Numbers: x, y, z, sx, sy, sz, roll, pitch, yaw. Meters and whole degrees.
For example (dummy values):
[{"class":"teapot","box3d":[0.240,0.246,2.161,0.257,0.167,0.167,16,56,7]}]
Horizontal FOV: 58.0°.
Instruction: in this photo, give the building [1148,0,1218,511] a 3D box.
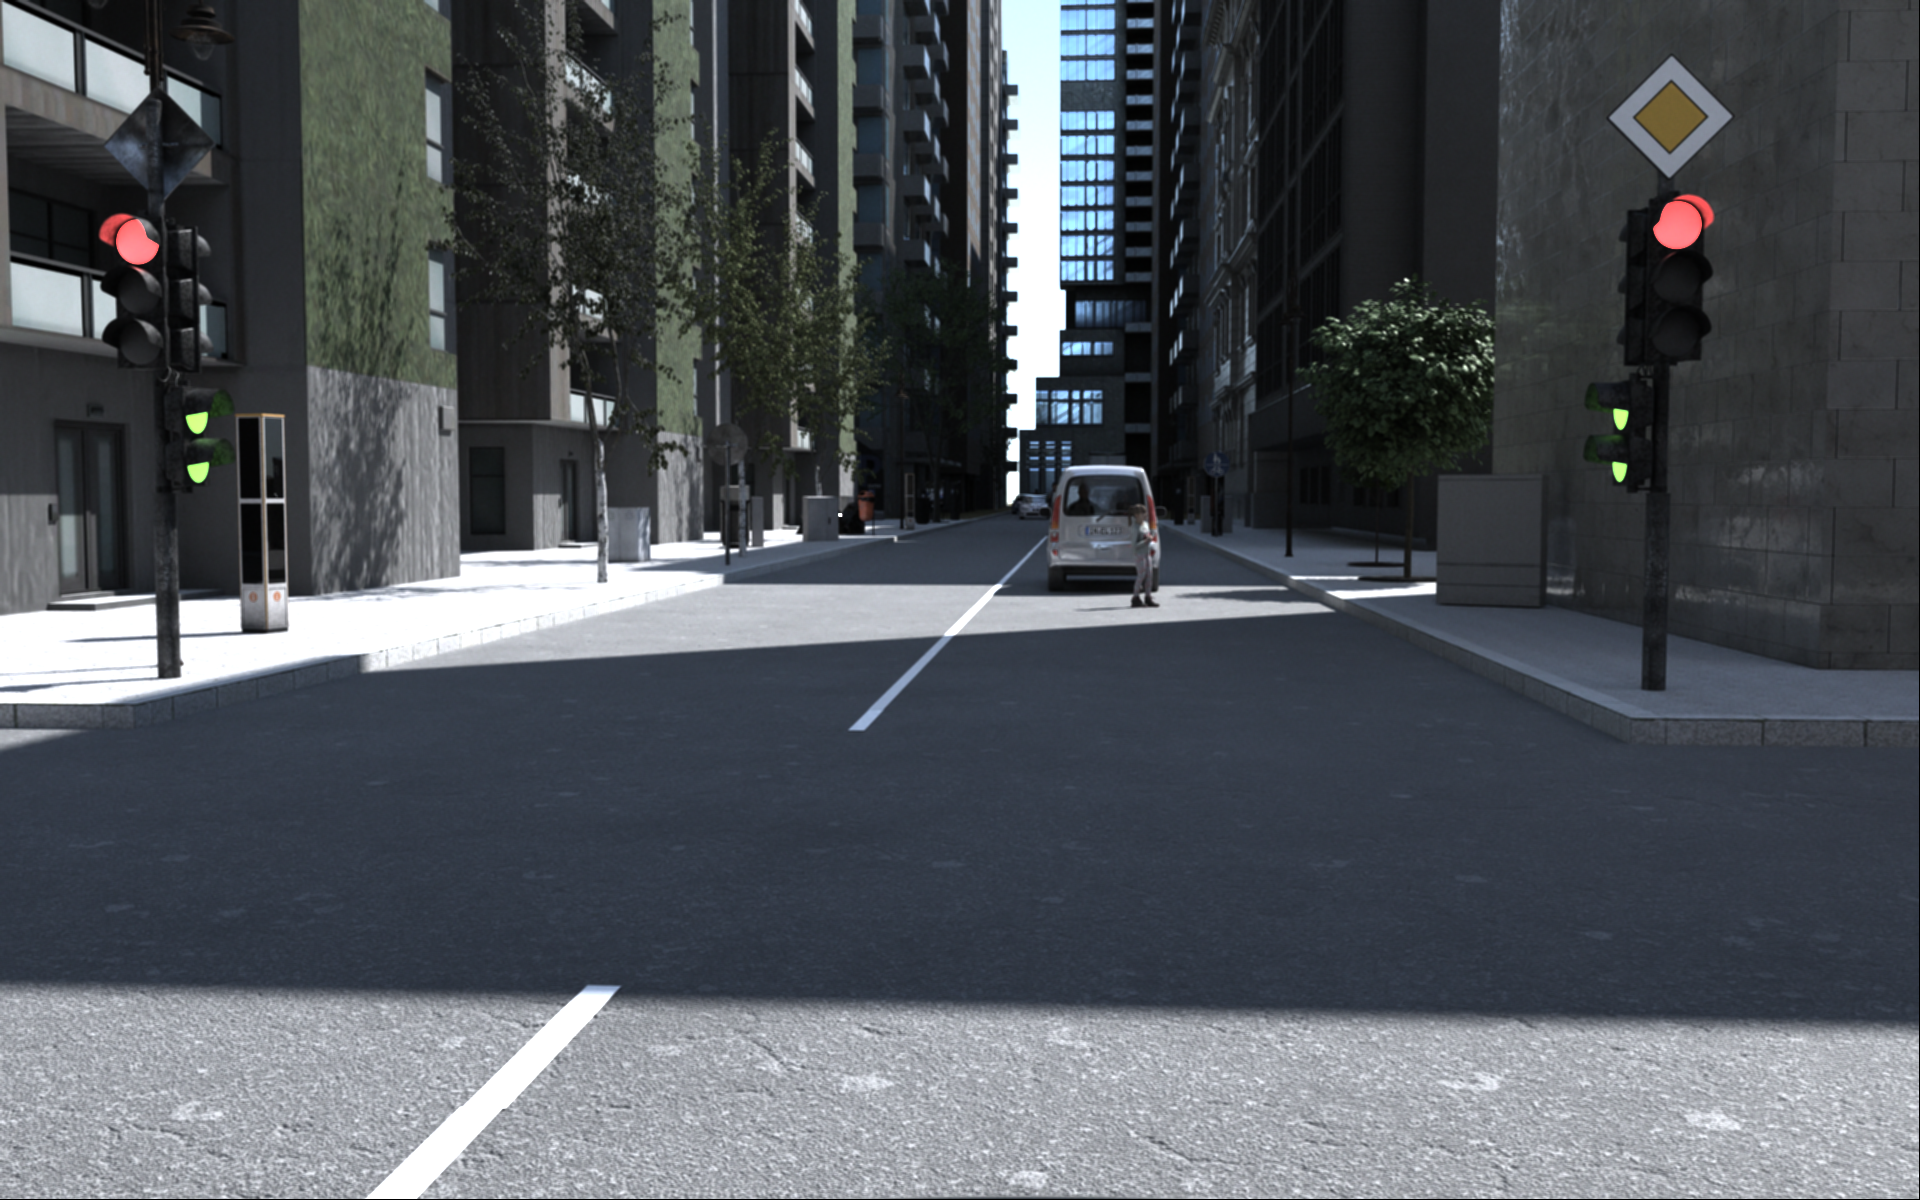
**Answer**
[{"class":"building","box3d":[22.628,-29.893,138.865,14.600,45.320,14.200,0,4,4]}]

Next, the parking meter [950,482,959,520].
[{"class":"parking meter","box3d":[-0.269,-4.864,85.245,0.255,1.863,0.399,-3,5,-42]}]

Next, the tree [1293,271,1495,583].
[{"class":"tree","box3d":[6.588,-2.565,25.652,4.285,4.588,4.351,0,3,0]}]

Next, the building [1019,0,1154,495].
[{"class":"building","box3d":[22.147,-53.033,179.765,31.000,86.520,22.319,0,4,4]}]

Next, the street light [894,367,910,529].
[{"class":"street light","box3d":[-2.131,-5.539,63.358,0.468,5.910,1.993,0,4,4]}]

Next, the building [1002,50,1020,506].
[{"class":"building","box3d":[-8.904,-34.478,183.325,30.456,49.044,23.786,0,4,4]}]

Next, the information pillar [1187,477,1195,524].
[{"class":"information pillar","box3d":[9.783,-4.208,73.296,0.304,2.012,0.304,0,4,4]}]

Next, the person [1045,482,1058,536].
[{"class":"person","box3d":[3.183,-2.980,57.213,0.794,1.824,0.713,2,4,32]}]

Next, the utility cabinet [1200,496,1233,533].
[{"class":"utility cabinet","box3d":[8.470,-2.814,57.166,1.020,1.237,0.306,-1,4,-11]}]

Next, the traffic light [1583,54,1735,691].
[{"class":"traffic light","box3d":[4.531,-1.366,11.247,0.839,4.253,0.868,0,4,4]}]

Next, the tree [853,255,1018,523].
[{"class":"tree","box3d":[-1.168,-9.247,76.938,9.928,11.665,9.643,0,3,0]}]

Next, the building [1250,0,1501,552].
[{"class":"building","box3d":[16.594,-15.643,49.272,14.314,27.812,24.014,0,4,4]}]

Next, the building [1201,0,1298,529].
[{"class":"building","box3d":[17.865,-17.516,73.780,14.401,28.519,23.554,0,4,4]}]

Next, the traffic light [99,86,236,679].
[{"class":"traffic light","box3d":[-5.504,-1.410,11.974,0.839,4.253,0.868,0,4,4]}]

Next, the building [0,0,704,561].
[{"class":"building","box3d":[-14.751,-21.883,41.383,14.154,41.232,14.086,0,4,4]}]

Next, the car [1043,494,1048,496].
[{"class":"car","box3d":[7.099,-7.771,136.849,2.009,1.686,4.222,0,4,6]}]

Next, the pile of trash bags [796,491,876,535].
[{"class":"pile of trash bags","box3d":[-3.708,-2.761,54.901,1.912,1.369,3.447,-3,4,-36]}]

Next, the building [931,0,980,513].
[{"class":"building","box3d":[-5.863,-29.045,124.998,14.600,45.320,14.200,0,4,4]}]

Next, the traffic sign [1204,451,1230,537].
[{"class":"traffic sign","box3d":[7.664,-3.156,51.700,0.768,2.556,0.104,1,4,11]}]

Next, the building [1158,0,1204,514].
[{"class":"building","box3d":[25.729,-30.371,116.174,23.786,49.044,30.456,0,4,4]}]

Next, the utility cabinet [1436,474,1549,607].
[{"class":"utility cabinet","box3d":[6.073,-0.678,19.772,1.173,1.500,0.318,2,4,32]}]

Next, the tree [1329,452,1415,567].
[{"class":"tree","box3d":[7.562,-2.218,30.870,1.663,3.219,1.824,0,3,0]}]

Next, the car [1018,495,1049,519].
[{"class":"car","box3d":[4.354,-5.336,99.608,2.083,1.381,4.827,0,4,3]}]

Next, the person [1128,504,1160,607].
[{"class":"person","box3d":[2.334,-0.560,21.930,0.394,1.301,0.425,1,4,18]}]

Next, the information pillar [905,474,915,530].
[{"class":"information pillar","box3d":[-1.800,-3.522,62.075,0.304,2.012,0.304,-1,4,-10]}]

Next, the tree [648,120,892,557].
[{"class":"tree","box3d":[-4.188,-5.168,34.861,4.737,8.622,4.395,0,3,0]}]

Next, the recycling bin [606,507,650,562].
[{"class":"recycling bin","box3d":[-6.323,-1.240,32.836,0.722,1.027,0.722,1,4,9]}]

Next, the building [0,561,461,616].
[{"class":"building","box3d":[-15.255,-20.533,19.316,14.154,41.232,14.086,0,4,4]}]

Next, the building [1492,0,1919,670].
[{"class":"building","box3d":[15.041,-9.897,16.574,16.860,20.320,10.420,0,4,4]}]

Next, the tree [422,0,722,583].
[{"class":"tree","box3d":[-5.243,-4.544,24.657,4.360,8.622,3.978,0,3,0]}]

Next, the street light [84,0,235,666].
[{"class":"street light","box3d":[-5.904,-2.446,12.772,0.468,5.910,1.993,0,4,4]}]

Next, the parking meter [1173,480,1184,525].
[{"class":"parking meter","box3d":[9.120,-4.070,72.253,0.399,1.863,0.255,1,4,18]}]

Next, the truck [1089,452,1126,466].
[{"class":"truck","box3d":[10.344,-8.082,121.059,2.839,4.237,11.283,0,4,5]}]

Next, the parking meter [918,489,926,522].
[{"class":"parking meter","box3d":[-1.750,-4.368,79.833,0.372,1.533,0.369,0,3,0]}]

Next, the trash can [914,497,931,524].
[{"class":"trash can","box3d":[-1.594,-3.794,73.682,0.748,1.137,0.748,0,3,0]}]

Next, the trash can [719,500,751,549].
[{"class":"trash can","box3d":[-5.301,-1.789,40.907,0.748,1.137,0.748,0,3,0]}]

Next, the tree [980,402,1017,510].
[{"class":"tree","box3d":[2.722,-11.366,136.200,4.360,8.622,3.978,0,3,0]}]

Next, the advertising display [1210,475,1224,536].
[{"class":"advertising display","box3d":[7.900,-2.933,53.167,0.123,1.923,0.974,2,4,27]}]

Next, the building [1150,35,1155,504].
[{"class":"building","box3d":[23.935,-28.713,153.048,14.154,41.232,14.086,0,4,4]}]

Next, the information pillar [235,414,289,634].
[{"class":"information pillar","box3d":[-6.451,-0.705,16.019,0.304,2.012,0.304,1,4,19]}]

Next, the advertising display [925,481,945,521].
[{"class":"advertising display","box3d":[-1.207,-4.810,83.858,0.974,1.923,0.123,1,4,21]}]

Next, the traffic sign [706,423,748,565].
[{"class":"traffic sign","box3d":[-4.195,-1.901,31.191,0.768,2.556,0.104,0,4,6]}]

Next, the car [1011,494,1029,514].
[{"class":"car","box3d":[4.664,-6.865,124.245,2.014,1.417,4.499,0,4,4]}]

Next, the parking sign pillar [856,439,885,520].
[{"class":"parking sign pillar","box3d":[-4.445,-5.943,85.642,1.447,3.967,1.447,-2,4,-24]}]

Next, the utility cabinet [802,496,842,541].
[{"class":"utility cabinet","box3d":[-3.794,-2.207,47.248,1.020,1.237,0.306,-3,5,-39]}]

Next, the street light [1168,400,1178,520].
[{"class":"street light","box3d":[10.489,-6.888,85.407,0.468,5.910,1.993,0,4,4]}]

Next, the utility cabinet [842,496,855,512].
[{"class":"utility cabinet","box3d":[-3.900,-3.003,60.255,0.306,1.237,1.020,-1,4,-19]}]

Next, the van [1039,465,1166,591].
[{"class":"van","box3d":[2.216,-1.216,26.900,2.013,2.044,4.112,0,4,4]}]

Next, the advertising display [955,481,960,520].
[{"class":"advertising display","box3d":[-0.121,-4.942,86.022,0.123,1.923,0.974,-1,4,-10]}]

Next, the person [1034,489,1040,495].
[{"class":"person","box3d":[6.643,-8.725,150.785,1.348,1.869,0.705,3,4,38]}]

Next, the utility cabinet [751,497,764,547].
[{"class":"utility cabinet","box3d":[-4.931,-1.901,42.239,0.306,1.237,1.020,0,4,-7]}]

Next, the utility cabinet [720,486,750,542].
[{"class":"utility cabinet","box3d":[-6.004,-2.289,46.096,0.318,1.500,1.173,-2,4,-34]}]

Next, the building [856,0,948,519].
[{"class":"building","box3d":[-12.403,-29.530,102.425,23.786,49.044,30.456,0,4,4]}]

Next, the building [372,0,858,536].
[{"class":"building","box3d":[-11.686,-23.221,63.261,14.154,41.232,14.086,0,4,4]}]

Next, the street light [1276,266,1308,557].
[{"class":"street light","box3d":[6.746,-3.826,35.337,0.468,5.910,1.993,0,4,4]}]

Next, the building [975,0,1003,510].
[{"class":"building","box3d":[-6.982,-43.589,150.926,20.611,71.187,20.563,0,4,4]}]
